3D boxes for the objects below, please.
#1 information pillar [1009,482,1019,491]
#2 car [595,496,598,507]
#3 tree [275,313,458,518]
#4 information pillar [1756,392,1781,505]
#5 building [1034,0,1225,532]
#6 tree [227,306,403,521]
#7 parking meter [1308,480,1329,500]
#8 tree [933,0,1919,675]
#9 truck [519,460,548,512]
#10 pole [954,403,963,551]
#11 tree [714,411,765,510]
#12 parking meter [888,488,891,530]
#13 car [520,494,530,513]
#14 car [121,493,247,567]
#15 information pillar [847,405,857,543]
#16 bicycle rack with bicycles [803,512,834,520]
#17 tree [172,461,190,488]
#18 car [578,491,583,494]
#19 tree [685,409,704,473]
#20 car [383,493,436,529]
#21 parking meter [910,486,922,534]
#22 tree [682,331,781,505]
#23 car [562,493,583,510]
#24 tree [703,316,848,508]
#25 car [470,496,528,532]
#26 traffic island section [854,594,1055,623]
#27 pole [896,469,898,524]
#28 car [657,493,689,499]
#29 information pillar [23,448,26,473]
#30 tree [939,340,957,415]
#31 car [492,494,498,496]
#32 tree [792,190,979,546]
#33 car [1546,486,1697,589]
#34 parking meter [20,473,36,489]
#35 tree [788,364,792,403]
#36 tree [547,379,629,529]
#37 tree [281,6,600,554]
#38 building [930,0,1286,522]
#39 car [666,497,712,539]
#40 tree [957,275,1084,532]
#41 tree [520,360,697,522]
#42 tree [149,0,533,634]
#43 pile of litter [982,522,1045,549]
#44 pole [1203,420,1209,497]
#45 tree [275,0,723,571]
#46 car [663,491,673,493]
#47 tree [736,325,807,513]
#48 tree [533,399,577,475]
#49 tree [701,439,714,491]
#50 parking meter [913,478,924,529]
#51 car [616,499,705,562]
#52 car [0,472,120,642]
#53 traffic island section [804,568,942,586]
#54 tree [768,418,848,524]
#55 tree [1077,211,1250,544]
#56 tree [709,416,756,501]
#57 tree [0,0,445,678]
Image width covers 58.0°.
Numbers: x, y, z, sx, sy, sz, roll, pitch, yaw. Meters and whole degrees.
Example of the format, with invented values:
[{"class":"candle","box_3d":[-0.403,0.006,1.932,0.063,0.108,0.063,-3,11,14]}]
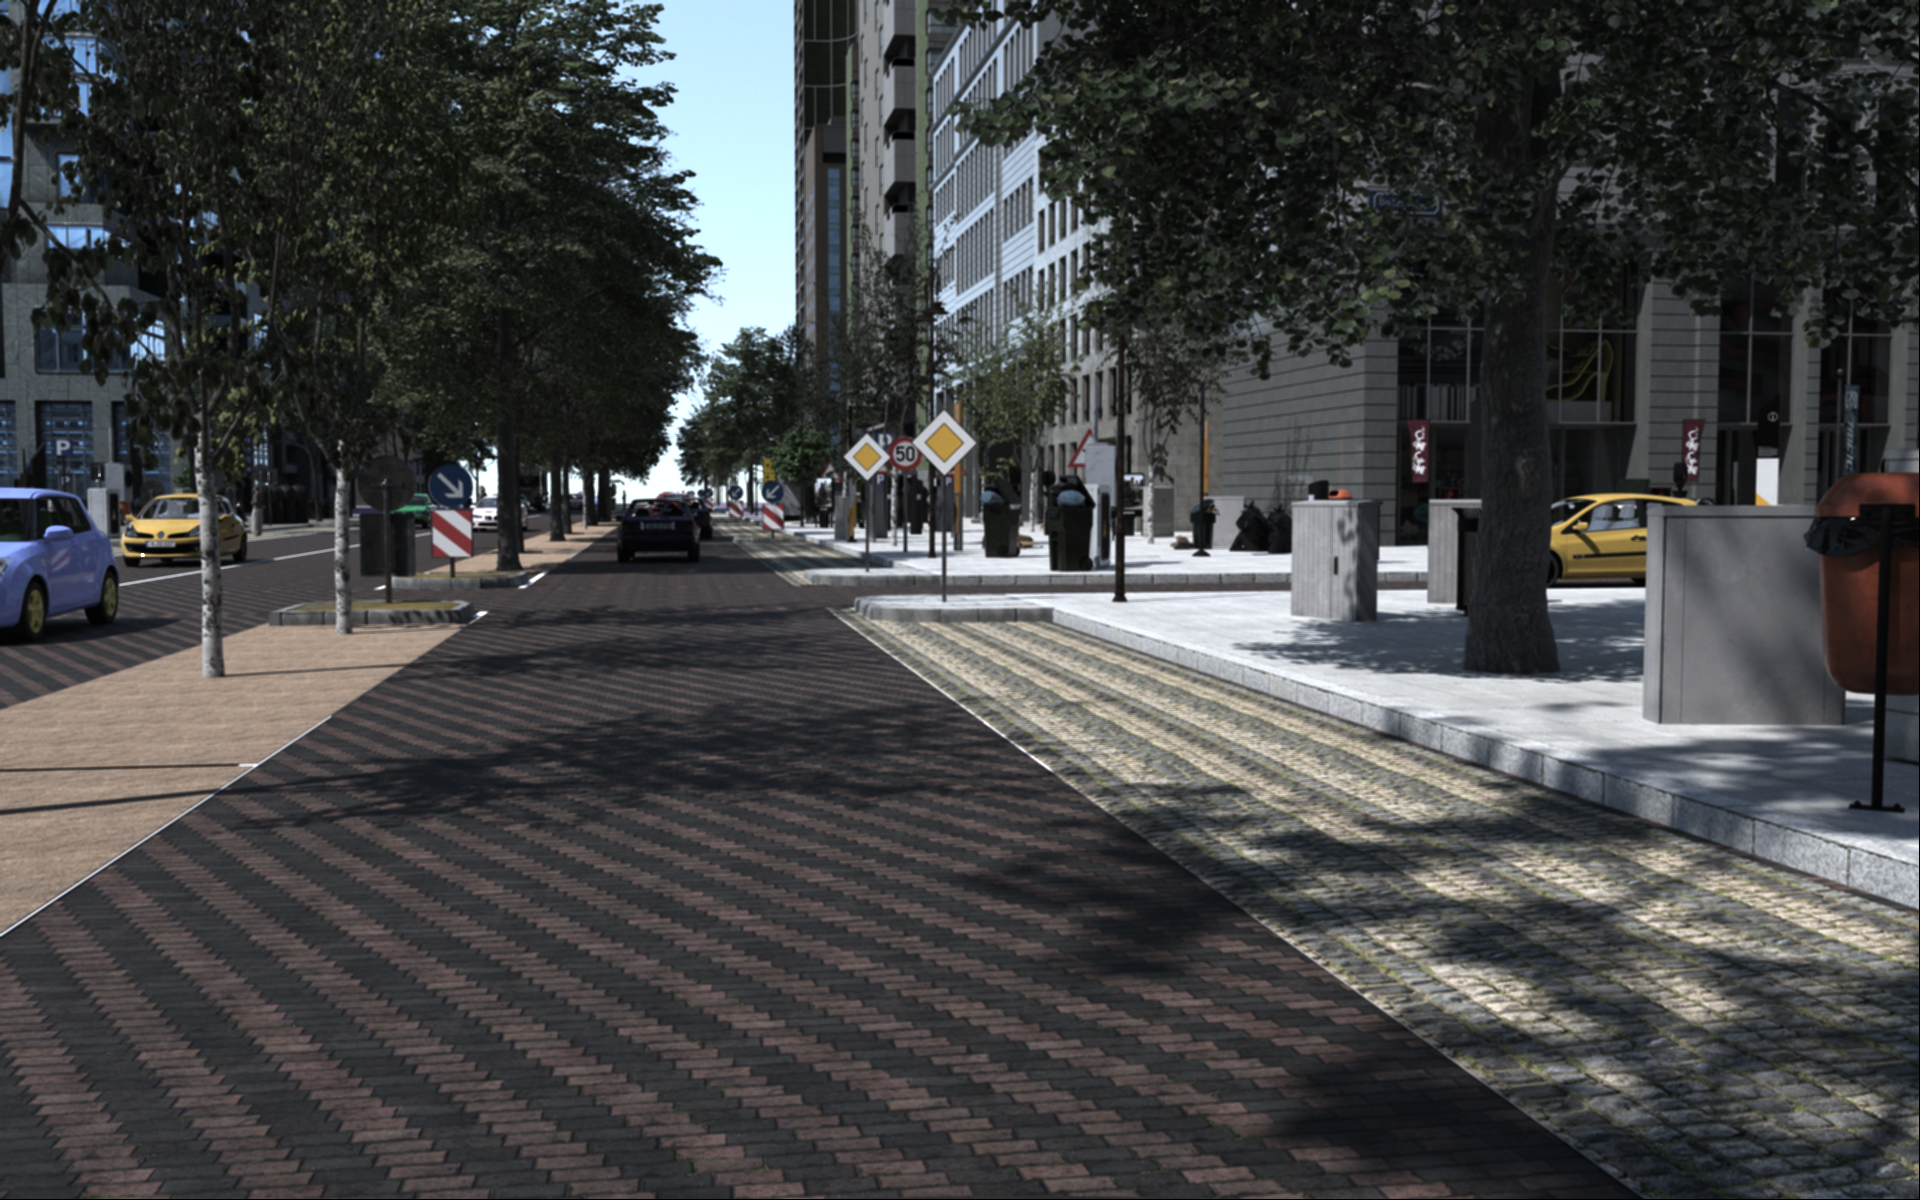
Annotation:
[{"class":"information pillar","box_3d":[1.983,-3.613,63.568,0.304,2.012,0.304,-2,4,-25]},{"class":"car","box_3d":[-40.479,-11.438,196.602,1.945,1.707,3.694,0,4,-8]},{"class":"tree","box_3d":[-33.247,-10.303,94.216,9.928,11.665,9.643,0,3,0]},{"class":"information pillar","box_3d":[18.739,-2.984,40.143,0.504,3.616,0.183,3,4,38]},{"class":"building","box_3d":[9.724,-12.998,67.276,10.420,20.320,16.860,-1,4,-10]},{"class":"tree","box_3d":[-30.264,-8.972,81.105,7.601,10.594,8.767,3,5,44]},{"class":"parking meter","box_3d":[6.661,-1.456,32.220,0.372,1.533,0.369,0,3,0]},{"class":"tree","box_3d":[3.913,-6.458,12.250,9.857,13.997,8.962,0,3,0]},{"class":"truck","box_3d":[-35.548,-9.416,142.867,2.839,4.237,11.283,-1,4,-11]},{"class":"pole","box_3d":[-0.039,-2.759,38.953,0.158,3.312,0.155,0,3,0]},{"class":"tree","box_3d":[-16.477,-11.289,134.939,4.737,8.622,4.395,0,3,0]},{"class":"parking meter","box_3d":[-2.514,-3.237,61.334,0.372,1.533,0.369,0,3,0]},{"class":"car","box_3d":[-33.590,-7.294,131.053,2.131,1.459,4.920,-1,4,-9]},{"class":"car","box_3d":[-15.902,-1.551,35.577,2.015,1.641,3.980,-1,4,-11]},{"class":"information pillar","box_3d":[-2.849,-3.333,45.852,0.183,3.616,0.504,1,4,11]},{"class":"bicycle rack with bicycles","box_3d":[-7.495,-4.538,87.573,2.925,0.926,2.852,-2,4,-32]},{"class":"tree","box_3d":[-41.530,-6.030,93.197,1.663,3.219,1.824,0,3,0]},{"class":"car","box_3d":[-50.270,-13.636,231.617,2.281,1.827,5.304,-1,4,-10]},{"class":"tree","box_3d":[-21.817,-13.974,162.890,8.767,10.594,7.601,0,4,-1]},{"class":"car","box_3d":[-23.063,-3.908,72.686,1.959,1.807,4.718,-1,4,-11]},{"class":"parking meter","box_3d":[-1.401,-2.860,55.179,0.372,1.533,0.369,0,3,0]},{"class":"tree","box_3d":[-26.792,-21.038,199.866,12.611,20.169,13.585,0,3,0]},{"class":"car","box_3d":[-29.807,-7.681,134.623,2.155,1.783,4.494,-1,4,-9]},{"class":"tree","box_3d":[-9.250,-9.540,90.390,7.601,10.594,8.767,-1,4,-10]},{"class":"car","box_3d":[-17.776,-3.333,66.858,2.083,1.381,4.827,-1,4,-9]},{"class":"traffic island section","box_3d":[-0.168,0.102,20.614,2.009,0.180,2.903,-1,4,-10]},{"class":"pole","box_3d":[-2.656,-4.777,71.944,0.158,3.312,0.155,0,3,0]},{"class":"car","box_3d":[-12.347,-4.012,74.632,2.155,1.783,4.494,-1,4,-11]},{"class":"information pillar","box_3d":[-47.819,-5.945,88.557,0.183,3.616,0.504,-2,4,-30]},{"class":"tree","box_3d":[1.198,-7.436,71.943,4.737,8.622,4.395,0,3,0]},{"class":"car","box_3d":[-28.905,-5.974,109.473,2.131,1.459,4.920,-1,4,-10]},{"class":"tree","box_3d":[-1.616,-5.651,42.761,4.360,8.622,3.978,0,3,0]},{"class":"car","box_3d":[9.721,-1.013,26.792,3.980,1.641,2.015,-1,4,-9]},{"class":"parking meter","box_3d":[-26.368,-2.650,49.042,0.255,1.863,0.399,0,4,5]},{"class":"tree","box_3d":[-3.834,-6.541,57.306,4.360,8.622,3.978,0,3,0]},{"class":"tree","box_3d":[-15.100,-7.140,69.551,4.360,8.622,3.978,0,3,0]},{"class":"tree","box_3d":[-10.766,-7.876,41.602,12.009,13.543,11.850,0,3,0]},{"class":"building","box_3d":[6.180,-19.149,90.583,11.434,29.767,29.804,-1,4,-10]},{"class":"car","box_3d":[-9.000,-2.673,56.283,1.945,1.354,3.894,-1,4,-11]},{"class":"tree","box_3d":[2.370,-6.615,58.525,4.737,8.622,4.395,0,3,0]},{"class":"tree","box_3d":[-18.222,-10.301,87.885,9.611,12.733,9.660,0,3,0]},{"class":"tree","box_3d":[-6.351,-3.962,17.604,4.737,8.622,4.395,0,3,0]},{"class":"pile of litter","box_3d":[1.243,-1.664,41.168,1.719,0.858,1.176,-1,4,-23]},{"class":"pole","box_3d":[6.803,-3.312,47.998,0.158,3.312,0.155,0,3,0]},{"class":"tree","box_3d":[-8.229,-6.781,31.448,7.486,12.596,7.792,0,3,0]},{"class":"car","box_3d":[-40.756,-14.252,241.687,2.281,1.827,5.304,-1,4,-11]},{"class":"tree","box_3d":[-13.658,-12.125,116.373,7.486,12.596,7.792,0,3,0]},{"class":"tree","box_3d":[-16.618,-10.298,77.482,9.857,13.997,8.962,0,3,0]},{"class":"tree","box_3d":[-25.631,-14.412,185.993,4.737,8.622,4.395,0,3,0]},{"class":"parking meter","box_3d":[-1.525,-3.526,63.362,0.399,1.863,0.255,-1,4,-10]},{"class":"car","box_3d":[-6.559,-1.547,37.878,1.945,1.354,3.894,-1,4,-8]},{"class":"car","box_3d":[-9.982,-0.498,17.735,1.945,1.707,3.694,-1,4,-10]},{"class":"traffic island section","box_3d":[-1.503,-0.380,28.487,2.009,0.180,2.903,-1,4,-10]},{"class":"tree","box_3d":[-6.581,-5.590,75.111,4.285,4.588,4.351,0,3,0]},{"class":"tree","box_3d":[5.164,-5.755,44.451,4.360,8.622,3.978,0,3,0]},{"class":"tree","box_3d":[-19.248,-12.043,147.259,4.360,8.622,3.978,0,3,0]},{"class":"tree","box_3d":[-5.759,-3.681,12.998,4.360,8.622,3.978,0,3,0]}]
